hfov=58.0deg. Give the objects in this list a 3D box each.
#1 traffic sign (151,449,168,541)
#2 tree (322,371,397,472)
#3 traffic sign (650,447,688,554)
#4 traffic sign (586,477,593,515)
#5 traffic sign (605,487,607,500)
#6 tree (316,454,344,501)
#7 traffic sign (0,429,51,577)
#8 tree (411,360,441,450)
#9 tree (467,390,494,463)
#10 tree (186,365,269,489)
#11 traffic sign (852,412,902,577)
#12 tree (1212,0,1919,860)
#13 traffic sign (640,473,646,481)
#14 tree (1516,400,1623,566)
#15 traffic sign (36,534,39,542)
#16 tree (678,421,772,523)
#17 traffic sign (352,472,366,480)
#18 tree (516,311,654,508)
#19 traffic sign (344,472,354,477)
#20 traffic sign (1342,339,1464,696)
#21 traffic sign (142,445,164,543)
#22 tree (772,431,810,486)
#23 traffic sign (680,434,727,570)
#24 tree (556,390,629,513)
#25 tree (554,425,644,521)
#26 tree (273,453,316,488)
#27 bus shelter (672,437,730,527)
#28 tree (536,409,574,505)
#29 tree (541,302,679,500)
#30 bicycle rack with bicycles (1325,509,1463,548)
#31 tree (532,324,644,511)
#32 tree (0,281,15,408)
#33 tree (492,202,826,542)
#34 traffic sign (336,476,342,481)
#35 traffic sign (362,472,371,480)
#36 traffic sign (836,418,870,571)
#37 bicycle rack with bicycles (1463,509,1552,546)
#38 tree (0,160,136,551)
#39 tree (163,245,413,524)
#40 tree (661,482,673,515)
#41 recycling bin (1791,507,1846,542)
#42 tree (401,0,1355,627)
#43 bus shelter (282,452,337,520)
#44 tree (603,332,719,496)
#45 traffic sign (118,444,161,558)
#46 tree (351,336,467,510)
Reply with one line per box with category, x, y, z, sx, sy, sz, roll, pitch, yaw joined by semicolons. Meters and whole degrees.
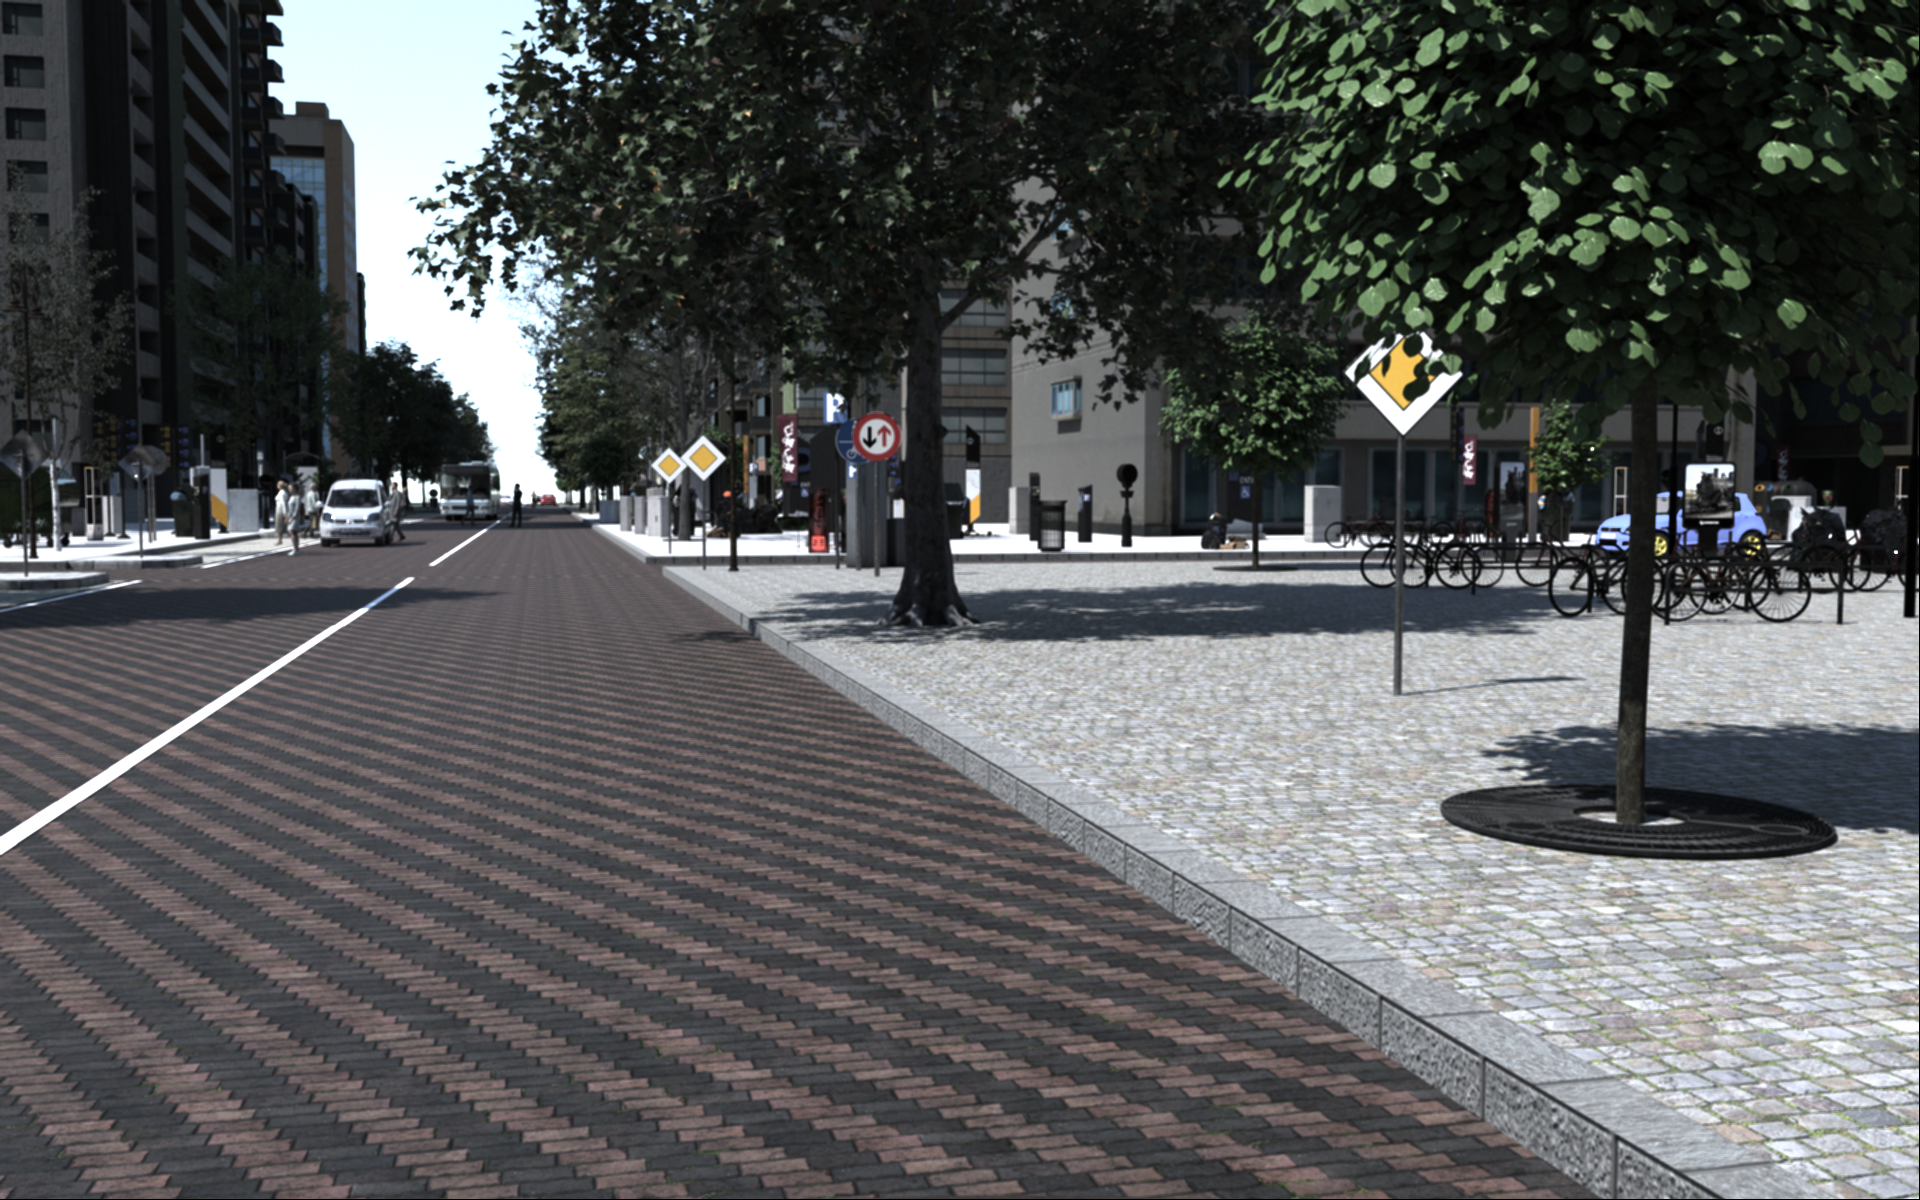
traffic sign;-22.090;-2.895;47.437;0.768;2.556;0.104;0;4;-8
tree;-36.469;-9.428;104.518;4.737;8.622;4.395;0;3;0
traffic sign;-6.207;-2.040;37.000;0.795;2.450;0.064;-1;4;-14
traffic sign;-22.716;-6.533;106.922;0.768;2.556;0.104;0;4;-5
traffic sign;-19.840;-5.935;97.140;0.768;2.556;0.104;0;4;-6
tree;-30.567;-5.428;83.357;1.663;3.219;1.824;0;3;0
traffic sign;-14.484;-1.417;26.809;0.795;2.450;0.064;-1;4;-14
tree;-40.786;-12.012;122.147;9.928;11.665;9.643;0;3;0
tree;-54.354;-16.813;181.543;9.857;13.997;8.962;0;3;0
tree;-40.080;-8.879;95.536;4.737;8.622;4.395;0;3;0
traffic sign;-1.289;-1.639;26.902;0.768;2.556;0.104;0;4;-5
tree;2.625;-1.396;6.547;4.285;4.588;4.351;0;3;0
traffic sign;-18.490;-6.133;100.387;0.768;2.556;0.104;-1;4;-13
tree;10.376;-2.151;29.775;1.663;3.219;1.824;0;3;0
traffic sign;-24.724;-2.827;46.323;0.768;2.556;0.104;-1;4;-10
tree;-11.084;-5.789;78.363;4.285;4.588;4.351;0;3;0
traffic sign;-33.921;-5.973;97.772;0.768;2.556;0.104;0;4;-7
tree;-33.588;-18.310;155.264;12.611;20.169;13.585;0;3;0
traffic sign;-34.943;-6.068;99.310;0.768;2.556;0.104;0;4;-7
traffic sign;2.784;-0.598;10.957;0.795;2.450;0.064;0;4;-7
traffic sign;-21.210;-2.764;45.303;0.768;2.556;0.104;-1;4;-12
tree;-8.582;-6.569;91.125;4.285;4.588;4.351;0;3;0
traffic sign;-4.327;-1.566;29.239;0.795;2.450;0.064;-1;4;-14
tree;-24.005;-10.059;114.834;4.737;8.622;4.395;0;3;0
tree;-16.742;-6.009;81.966;4.285;4.588;4.351;0;3;0
tree;-31.277;-5.288;81.053;1.663;3.219;1.824;0;3;0
bus shelter;-9.717;-4.322;64.592;2.014;3.302;5.546;-1;4;-14
tree;-44.584;-16.617;197.444;9.928;11.665;9.643;0;3;0
tree;-17.952;-10.534;90.353;7.486;12.596;7.792;0;3;0
bicycle rack with bicycles;10.397;-1.726;41.607;2.925;0.926;2.852;1;4;20
tree;-27.415;-13.689;130.466;9.857;13.997;8.962;0;3;0
tree;-15.360;-6.218;18.673;9.611;12.733;9.660;0;3;0
tree;-7.371;-8.348;46.853;12.009;13.543;11.850;0;3;0
traffic sign;-35.995;-6.097;99.784;0.768;2.556;0.104;0;4;-8
traffic sign;-34.703;-6.165;100.909;0.768;2.556;0.104;0;4;-4
traffic sign;-1.701;-1.767;28.992;0.768;2.556;0.104;-1;4;-10
bicycle rack with bicycles;13.386;-1.784;42.551;2.852;0.926;2.925;1;4;14
tree;-20.204;-5.387;38.433;4.360;8.622;3.978;0;3;0
tree;-29.236;-9.042;73.585;9.928;11.665;9.643;0;3;0
tree;-17.053;-6.761;105.136;1.663;3.219;1.824;0;3;0
recycling bin;17.014;-1.332;34.338;0.722;1.027;0.722;-2;4;-26
tree;-0.436;-6.102;16.780;9.611;12.733;9.660;0;3;0
bus shelter;-32.533;-5.671;86.643;2.014;3.302;5.546;-1;4;-14
tree;-9.723;-6.539;57.275;4.360;8.622;3.978;0;3;0
traffic sign;-16.364;-1.892;34.570;0.795;2.450;0.064;-1;4;-14
tree;-44.392;-14.172;138.368;9.857;13.997;8.962;0;3;0
